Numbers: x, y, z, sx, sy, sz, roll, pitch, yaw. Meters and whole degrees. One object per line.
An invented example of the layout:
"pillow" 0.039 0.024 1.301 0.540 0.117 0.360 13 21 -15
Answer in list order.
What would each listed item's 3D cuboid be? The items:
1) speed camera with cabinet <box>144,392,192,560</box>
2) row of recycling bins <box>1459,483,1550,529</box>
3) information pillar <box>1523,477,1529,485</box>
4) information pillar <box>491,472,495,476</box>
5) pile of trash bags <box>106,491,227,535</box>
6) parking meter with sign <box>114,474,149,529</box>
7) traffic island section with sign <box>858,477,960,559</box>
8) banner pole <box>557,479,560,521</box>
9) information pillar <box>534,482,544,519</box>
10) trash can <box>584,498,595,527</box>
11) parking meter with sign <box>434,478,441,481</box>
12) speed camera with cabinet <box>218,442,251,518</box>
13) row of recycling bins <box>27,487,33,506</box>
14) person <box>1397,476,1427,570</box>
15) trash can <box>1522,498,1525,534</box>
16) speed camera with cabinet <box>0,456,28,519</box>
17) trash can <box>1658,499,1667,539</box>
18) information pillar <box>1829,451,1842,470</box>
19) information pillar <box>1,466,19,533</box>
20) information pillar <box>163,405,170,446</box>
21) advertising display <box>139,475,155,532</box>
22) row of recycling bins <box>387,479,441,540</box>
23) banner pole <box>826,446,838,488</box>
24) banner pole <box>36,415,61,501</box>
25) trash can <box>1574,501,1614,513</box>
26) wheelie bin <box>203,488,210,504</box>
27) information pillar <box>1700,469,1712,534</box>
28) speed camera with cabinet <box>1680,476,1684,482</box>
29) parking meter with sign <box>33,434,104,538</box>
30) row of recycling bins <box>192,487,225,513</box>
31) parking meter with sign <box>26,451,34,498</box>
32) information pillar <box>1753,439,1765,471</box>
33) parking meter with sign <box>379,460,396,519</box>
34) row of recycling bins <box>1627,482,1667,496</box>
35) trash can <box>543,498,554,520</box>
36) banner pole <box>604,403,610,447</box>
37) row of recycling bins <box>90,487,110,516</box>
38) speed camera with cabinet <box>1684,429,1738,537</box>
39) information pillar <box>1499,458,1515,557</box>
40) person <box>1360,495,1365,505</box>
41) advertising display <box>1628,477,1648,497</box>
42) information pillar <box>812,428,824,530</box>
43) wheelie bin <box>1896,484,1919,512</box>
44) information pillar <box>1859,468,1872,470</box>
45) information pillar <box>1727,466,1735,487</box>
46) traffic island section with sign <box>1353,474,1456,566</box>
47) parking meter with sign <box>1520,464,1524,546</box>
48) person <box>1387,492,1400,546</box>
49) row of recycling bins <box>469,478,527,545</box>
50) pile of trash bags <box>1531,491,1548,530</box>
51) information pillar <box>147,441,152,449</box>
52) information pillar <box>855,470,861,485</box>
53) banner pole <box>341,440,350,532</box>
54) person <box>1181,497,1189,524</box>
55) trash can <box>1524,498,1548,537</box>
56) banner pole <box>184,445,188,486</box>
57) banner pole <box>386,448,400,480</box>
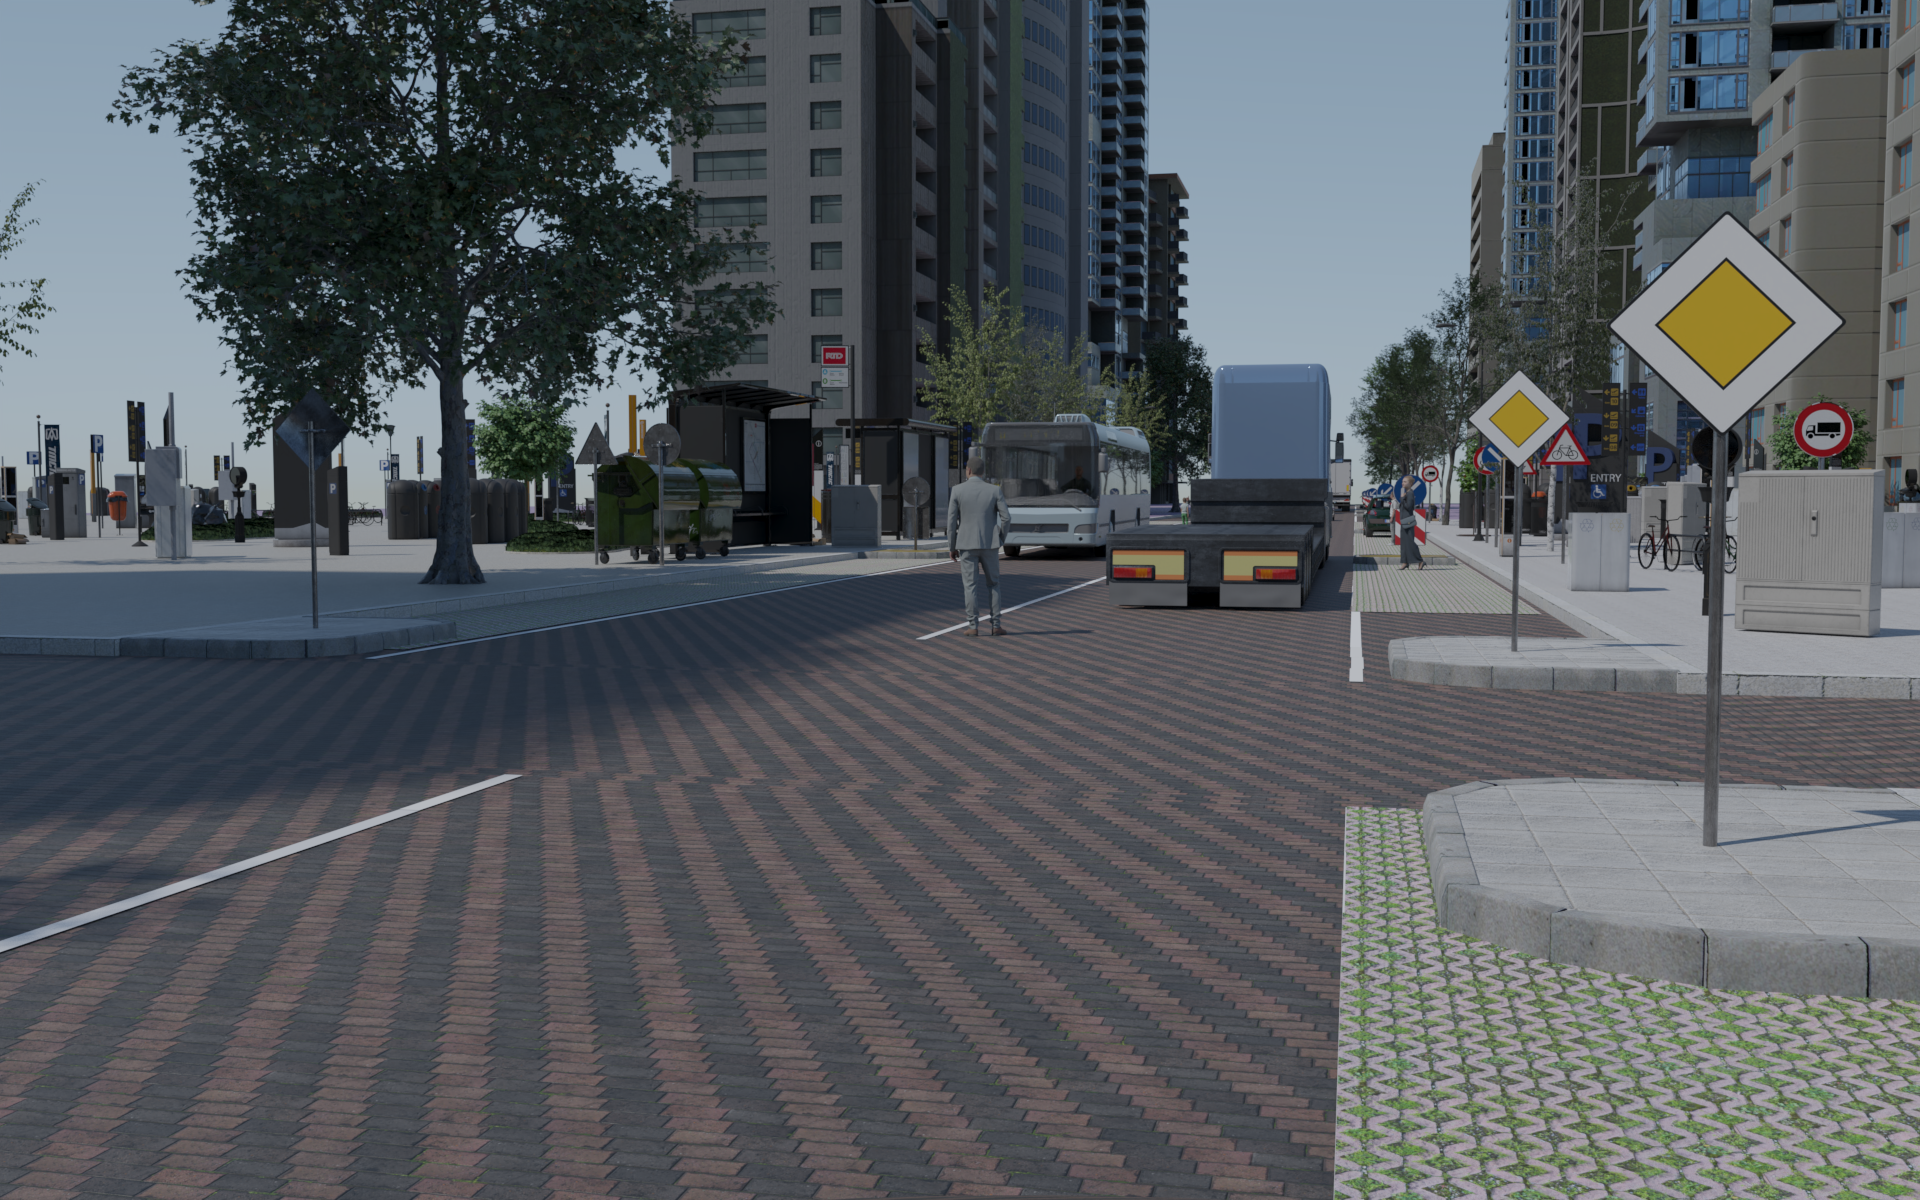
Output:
"speed camera with cabinet" -15.691 -2.445 34.310 0.660 3.252 2.038 -1 4 -17
"row of recycling bins" 20.360 -3.497 64.288 3.534 1.692 1.069 1 4 17
"information pillar" 24.575 -4.344 75.518 0.304 2.012 0.304 2 4 35
"information pillar" -25.777 -6.415 96.237 0.504 3.616 0.183 -1 4 -20
"pile of trash bags" -25.087 -2.756 54.806 3.447 1.369 1.912 -2 4 -33
"parking meter with sign" -31.126 -4.181 64.615 1.738 3.016 0.543 -1 4 -15
"traffic island section with sign" -1.073 -1.851 38.886 1.989 1.847 2.006 1 4 13
"banner pole" -17.586 -5.246 75.796 0.401 3.779 0.863 0 4 -5
"information pillar" -14.994 -3.497 61.675 0.304 2.012 0.304 -1 4 -16
"trash can" -14.205 -3.395 67.158 0.748 1.137 0.748 0 3 0
"parking meter with sign" -24.730 -5.287 82.708 1.738 3.016 0.543 2 4 29
"speed camera with cabinet" -27.881 -4.417 66.551 0.660 3.252 2.038 0 4 -5
"row of recycling bins" -42.617 -4.520 81.008 1.069 1.692 3.534 0 4 -6
"person" 8.413 -1.433 32.352 0.534 1.772 0.576 -1 4 -10
"trash can" 18.222 -2.707 55.907 0.748 1.137 0.748 0 3 0
"speed camera with cabinet" -49.117 -5.874 90.381 2.038 3.252 0.660 0 4 -5
"trash can" 19.368 -2.167 47.081 0.748 1.137 0.748 0 3 0
"information pillar" 26.722 -3.763 52.872 0.504 3.616 0.183 -2 4 -28
"information pillar" -25.298 -2.545 46.105 0.304 2.012 0.304 3 5 43
"information pillar" -20.500 -3.276 44.910 0.183 3.616 0.504 0 4 -6
"advertising display" -26.811 -3.207 57.655 0.974 1.923 0.123 -1 4 -23
"row of recycling bins" -15.634 -2.632 50.138 1.069 1.692 3.534 0 4 5
"banner pole" -6.594 -6.107 89.862 0.863 3.779 0.401 2 4 29
"banner pole" -28.806 -3.956 54.700 0.863 3.779 0.401 0 4 -5
"trash can" 12.622 -1.398 34.507 0.748 1.137 0.748 0 3 0
"wheelie bin" -42.552 -5.494 97.738 0.693 1.594 0.980 1 4 12
"information pillar" 16.199 -2.013 37.400 0.304 2.012 0.304 -2 4 -26
"speed camera with cabinet" 29.483 -4.565 68.969 0.660 3.252 2.038 -2 4 -25
"parking meter with sign" -26.039 -3.332 50.733 1.738 3.016 0.543 0 4 4
"row of recycling bins" -42.066 -5.352 94.625 3.534 1.692 1.069 -1 4 -15
"parking meter with sign" -37.178 -4.505 69.915 0.543 3.016 1.738 -3 4 -38
"information pillar" 33.618 -4.992 72.973 0.183 3.616 0.504 -2 4 -26
"parking meter with sign" -29.238 -5.693 89.349 0.543 3.016 1.738 1 4 10
"row of recycling bins" 23.360 -3.057 57.095 3.534 1.692 1.069 2 4 26
"trash can" -15.571 -3.259 64.934 0.748 1.137 0.748 0 3 0
"banner pole" -9.749 -3.537 47.847 0.401 3.779 0.863 -1 4 -21
"row of recycling bins" -50.981 -5.844 102.656 1.069 1.692 3.534 -1 4 -22
"speed camera with cabinet" 23.238 -3.567 52.651 2.038 3.252 0.660 2 4 32
"information pillar" 11.171 -1.882 35.255 0.304 2.012 0.304 0 4 7
"person" 50.459 -12.672 216.422 1.217 1.736 0.721 -1 4 -23
"advertising display" 25.196 -3.635 64.648 0.974 1.923 0.123 -1 4 -11
"information pillar" -5.061 -4.283 61.375 0.504 3.616 0.183 1 4 10
"wheelie bin" 27.821 -2.613 50.629 0.693 1.594 0.980 0 4 3
"information pillar" 25.837 -2.750 49.455 0.304 2.012 0.304 2 4 32
"information pillar" 36.906 -5.599 82.903 0.183 3.616 0.504 0 4 -4
"traffic island section with sign" 9.114 -1.649 35.596 1.989 1.847 2.006 1 4 13
"parking meter with sign" 13.779 -2.867 43.144 0.543 3.016 1.738 1 4 19
"person" 12.053 -2.261 48.059 0.523 1.515 0.503 0 4 -7
"row of recycling bins" -12.315 -2.357 45.642 1.069 1.692 3.534 0 4 7
"pile of trash bags" 21.111 -3.143 61.143 1.912 1.369 3.447 3 5 44
"information pillar" -35.527 -5.178 76.012 0.183 3.616 0.504 -3 5 -40
"information pillar" -4.311 -5.048 73.884 0.504 3.616 0.183 1 4 11
"banner pole" -21.024 -4.224 59.074 0.401 3.779 0.863 -1 4 -12
"person" 8.760 -3.347 67.471 0.306 1.304 0.590 0 4 6
"trash can" 17.543 -2.482 52.233 0.748 1.137 0.748 0 3 0
"banner pole" -39.815 -6.061 89.117 0.401 3.779 0.863 -2 4 -30
"banner pole" -31.090 -6.414 94.893 0.863 3.779 0.401 0 4 -3
